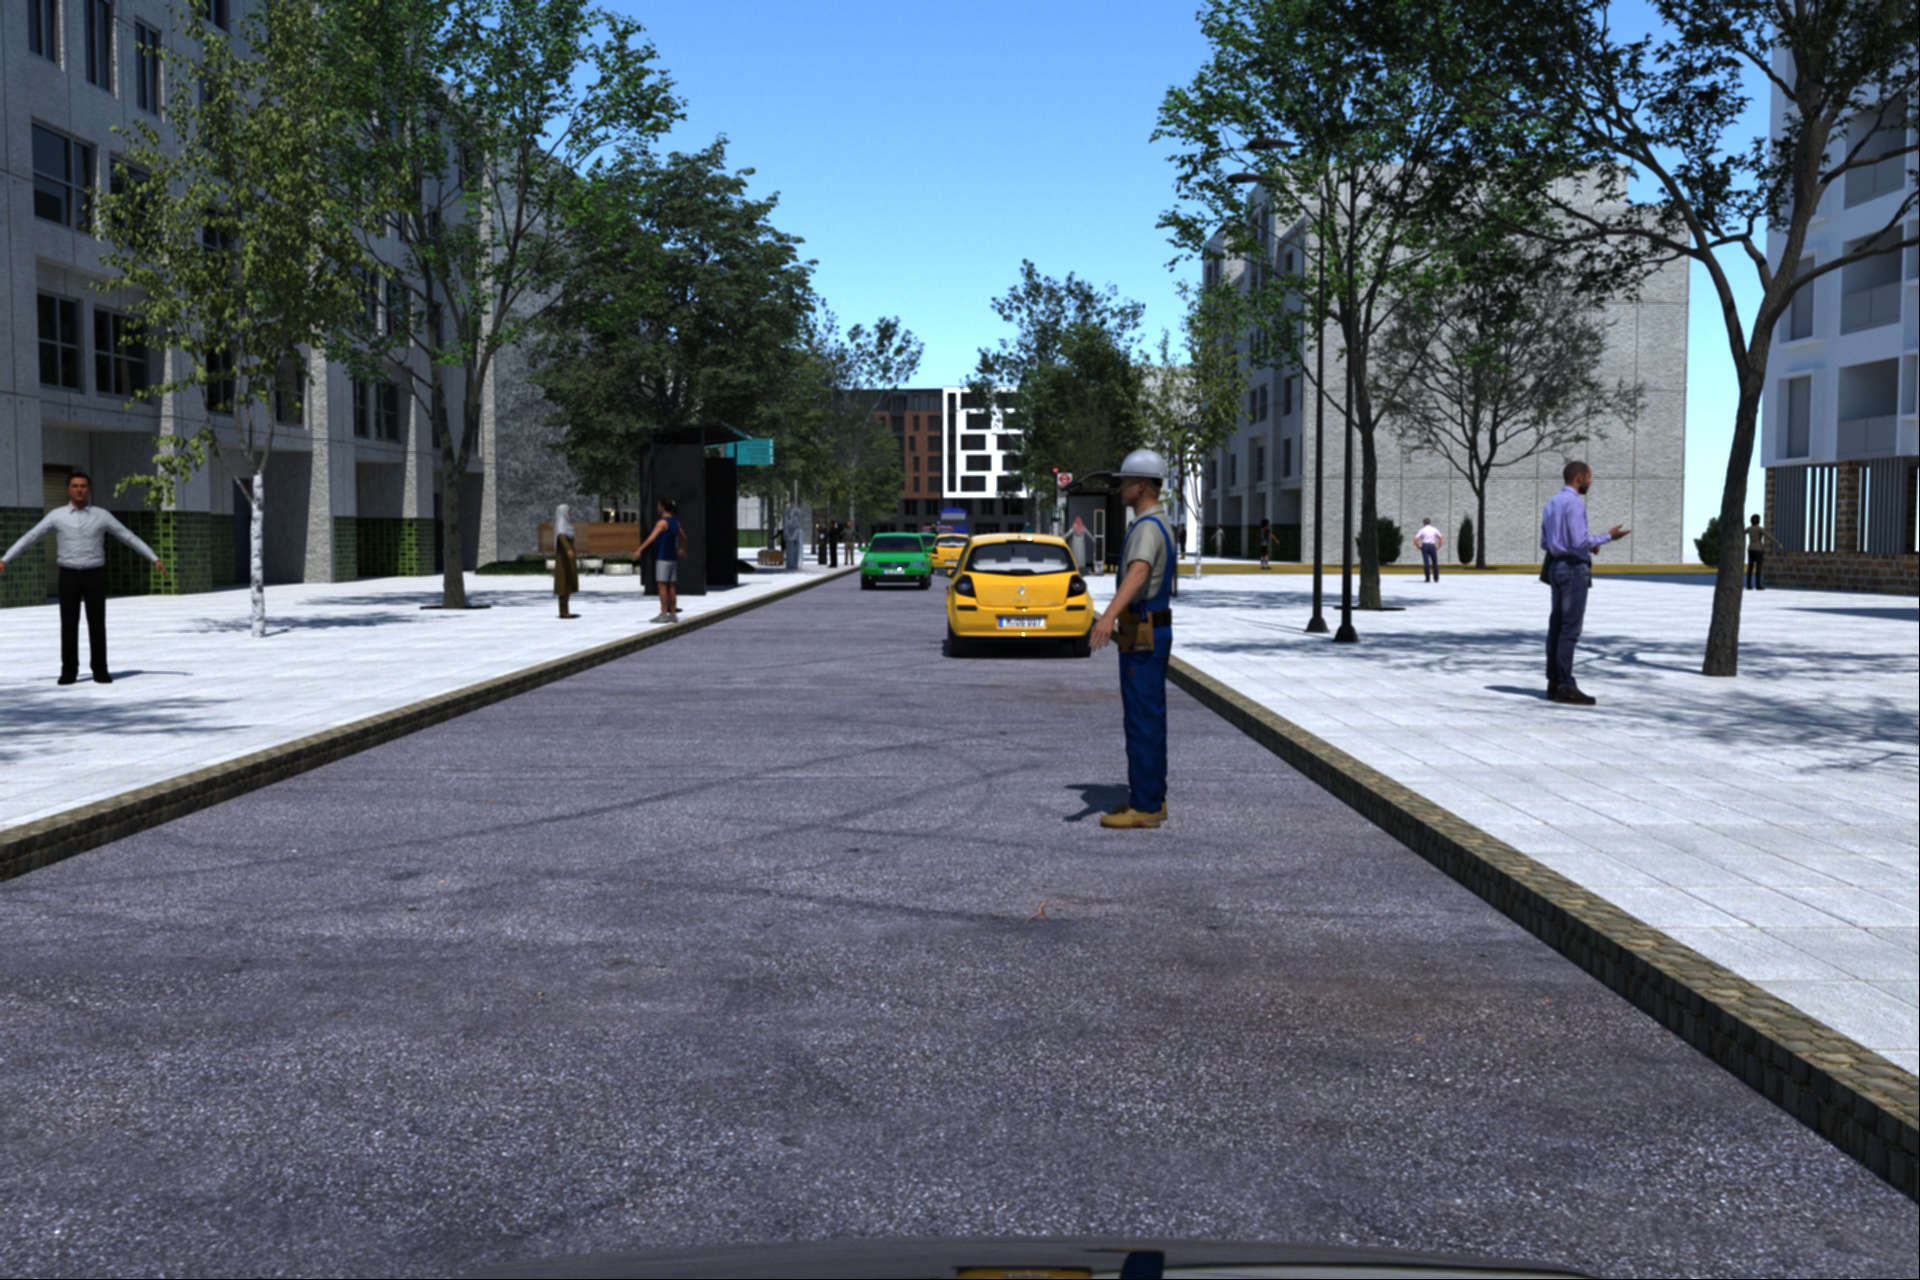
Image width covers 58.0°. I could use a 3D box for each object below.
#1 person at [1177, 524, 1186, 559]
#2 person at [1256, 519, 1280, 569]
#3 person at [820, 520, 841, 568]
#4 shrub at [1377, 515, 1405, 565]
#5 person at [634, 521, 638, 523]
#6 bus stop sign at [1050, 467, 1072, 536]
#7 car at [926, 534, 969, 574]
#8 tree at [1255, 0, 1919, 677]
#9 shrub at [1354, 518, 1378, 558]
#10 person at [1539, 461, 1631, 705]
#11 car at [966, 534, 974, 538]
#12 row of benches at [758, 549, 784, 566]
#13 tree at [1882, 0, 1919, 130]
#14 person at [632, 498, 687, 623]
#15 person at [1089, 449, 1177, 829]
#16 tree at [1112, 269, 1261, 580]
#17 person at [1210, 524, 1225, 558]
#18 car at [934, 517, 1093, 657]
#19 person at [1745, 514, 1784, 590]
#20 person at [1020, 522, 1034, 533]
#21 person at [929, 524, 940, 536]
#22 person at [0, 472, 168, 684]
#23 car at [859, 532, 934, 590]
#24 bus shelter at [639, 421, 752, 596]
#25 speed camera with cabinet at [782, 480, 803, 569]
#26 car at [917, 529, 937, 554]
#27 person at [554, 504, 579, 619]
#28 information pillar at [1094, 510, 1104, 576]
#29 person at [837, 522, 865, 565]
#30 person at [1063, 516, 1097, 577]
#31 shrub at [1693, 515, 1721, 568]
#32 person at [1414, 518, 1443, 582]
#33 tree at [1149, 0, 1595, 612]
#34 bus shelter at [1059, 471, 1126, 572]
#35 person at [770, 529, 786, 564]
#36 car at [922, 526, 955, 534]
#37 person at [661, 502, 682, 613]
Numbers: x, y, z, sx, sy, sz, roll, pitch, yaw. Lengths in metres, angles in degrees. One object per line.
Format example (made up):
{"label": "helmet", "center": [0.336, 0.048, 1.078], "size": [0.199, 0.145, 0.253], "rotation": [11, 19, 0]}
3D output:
{"label": "person", "center": [11.313, -5.020, 88.212], "size": [0.704, 1.812, 1.346], "rotation": [1, 4, 22]}
{"label": "person", "center": [11.136, -3.481, 63.053], "size": [0.704, 1.843, 1.345], "rotation": [-2, 4, -27]}
{"label": "person", "center": [-4.869, -3.663, 66.116], "size": [0.704, 1.802, 1.346], "rotation": [2, 4, 30]}
{"label": "shrub", "center": [17.379, -4.104, 71.146], "size": [1.661, 2.075, 1.752], "rotation": [0, 3, 0]}
{"label": "person", "center": [-14.764, -4.477, 78.961], "size": [1.354, 1.858, 0.705], "rotation": [-3, 5, -44]}
{"label": "bus stop sign", "center": [4.042, -4.927, 69.267], "size": [0.855, 3.939, 0.416], "rotation": [0, 4, -1]}
{"label": "car", "center": [-0.261, -3.246, 63.290], "size": [2.015, 1.641, 3.980], "rotation": [0, 4, 0]}
{"label": "tree", "center": [6.839, -4.930, 15.021], "size": [8.767, 10.594, 7.601], "rotation": [0, 4, 3]}
{"label": "shrub", "center": [17.797, -4.297, 74.301], "size": [1.661, 2.075, 1.752], "rotation": [0, 3, 0]}
{"label": "person", "center": [4.791, -0.451, 13.279], "size": [0.599, 1.838, 0.709], "rotation": [0, 4, -4]}
{"label": "car", "center": [0.399, -6.972, 125.791], "size": [2.131, 1.459, 4.920], "rotation": [0, 4, -1]}
{"label": "row of benches", "center": [-7.763, -3.402, 71.087], "size": [1.422, 0.672, 4.104], "rotation": [-1, 4, -13]}
{"label": "tree", "center": [6.357, -3.511, 7.768], "size": [4.360, 8.622, 3.978], "rotation": [0, 3, 0]}
{"label": "person", "center": [-4.289, -1.160, 25.139], "size": [0.704, 1.807, 1.345], "rotation": [2, 4, 23]}
{"label": "person", "center": [0.881, -0.015, 8.558], "size": [0.705, 1.847, 1.347], "rotation": [1, 4, 16]}
{"label": "tree", "center": [6.601, -6.010, 48.621], "size": [4.737, 8.622, 4.395], "rotation": [0, 3, 0]}
{"label": "person", "center": [13.699, -5.231, 91.721], "size": [0.705, 1.806, 1.347], "rotation": [-2, 4, -24]}
{"label": "car", "center": [0.680, -0.695, 21.585], "size": [2.015, 1.641, 3.980], "rotation": [0, 4, -1]}
{"label": "person", "center": [18.345, -2.024, 39.847], "size": [0.721, 1.744, 1.215], "rotation": [-2, 4, -33]}
{"label": "person", "center": [3.094, -4.470, 79.204], "size": [1.347, 1.817, 0.704], "rotation": [1, 4, 19]}
{"label": "person", "center": [-1.130, -4.044, 74.361], "size": [1.354, 1.856, 0.705], "rotation": [-1, 4, -14]}
{"label": "person", "center": [-7.547, -0.534, 14.886], "size": [1.344, 1.810, 0.704], "rotation": [-2, 4, -27]}
{"label": "car", "center": [-1.669, -2.271, 45.920], "size": [1.959, 1.807, 4.718], "rotation": [0, 3, 0]}
{"label": "bus shelter", "center": [-5.871, -2.926, 39.122], "size": [1.731, 3.624, 6.357], "rotation": [0, 4, -1]}
{"label": "speed camera with cabinet", "center": [-6.161, -4.247, 63.781], "size": [0.660, 3.252, 2.038], "rotation": [0, 3, 0]}
{"label": "car", "center": [-1.608, -3.794, 70.828], "size": [1.959, 1.807, 4.718], "rotation": [0, 4, 0]}
{"label": "person", "center": [-5.941, -1.201, 26.417], "size": [0.721, 1.736, 1.217], "rotation": [-1, 4, -12]}
{"label": "information pillar", "center": [4.247, -2.962, 52.928], "size": [0.304, 2.012, 0.304], "rotation": [0, 4, 0]}
{"label": "person", "center": [-4.605, -4.017, 71.948], "size": [1.348, 1.796, 0.705], "rotation": [0, 4, -1]}
{"label": "person", "center": [3.485, -2.770, 51.440], "size": [1.347, 1.811, 0.704], "rotation": [-1, 4, -20]}
{"label": "shrub", "center": [28.567, -3.721, 65.265], "size": [1.690, 2.028, 1.600], "rotation": [0, 3, 0]}
{"label": "person", "center": [12.435, -2.387, 46.008], "size": [0.756, 1.711, 0.436], "rotation": [1, 4, 12]}
{"label": "tree", "center": [6.802, -6.316, 29.025], "size": [9.928, 11.665, 9.643], "rotation": [0, 3, 0]}
{"label": "bus shelter", "center": [4.557, -3.939, 58.325], "size": [2.014, 3.302, 5.546], "rotation": [0, 4, -1]}
{"label": "person", "center": [-7.494, -4.141, 73.897], "size": [1.347, 1.806, 0.705], "rotation": [-3, 4, -37]}
{"label": "car", "center": [-1.045, -4.434, 81.175], "size": [2.281, 1.827, 5.304], "rotation": [0, 3, 0]}
{"label": "person", "center": [-4.730, -1.375, 28.328], "size": [0.704, 1.849, 1.345], "rotation": [0, 4, -1]}
